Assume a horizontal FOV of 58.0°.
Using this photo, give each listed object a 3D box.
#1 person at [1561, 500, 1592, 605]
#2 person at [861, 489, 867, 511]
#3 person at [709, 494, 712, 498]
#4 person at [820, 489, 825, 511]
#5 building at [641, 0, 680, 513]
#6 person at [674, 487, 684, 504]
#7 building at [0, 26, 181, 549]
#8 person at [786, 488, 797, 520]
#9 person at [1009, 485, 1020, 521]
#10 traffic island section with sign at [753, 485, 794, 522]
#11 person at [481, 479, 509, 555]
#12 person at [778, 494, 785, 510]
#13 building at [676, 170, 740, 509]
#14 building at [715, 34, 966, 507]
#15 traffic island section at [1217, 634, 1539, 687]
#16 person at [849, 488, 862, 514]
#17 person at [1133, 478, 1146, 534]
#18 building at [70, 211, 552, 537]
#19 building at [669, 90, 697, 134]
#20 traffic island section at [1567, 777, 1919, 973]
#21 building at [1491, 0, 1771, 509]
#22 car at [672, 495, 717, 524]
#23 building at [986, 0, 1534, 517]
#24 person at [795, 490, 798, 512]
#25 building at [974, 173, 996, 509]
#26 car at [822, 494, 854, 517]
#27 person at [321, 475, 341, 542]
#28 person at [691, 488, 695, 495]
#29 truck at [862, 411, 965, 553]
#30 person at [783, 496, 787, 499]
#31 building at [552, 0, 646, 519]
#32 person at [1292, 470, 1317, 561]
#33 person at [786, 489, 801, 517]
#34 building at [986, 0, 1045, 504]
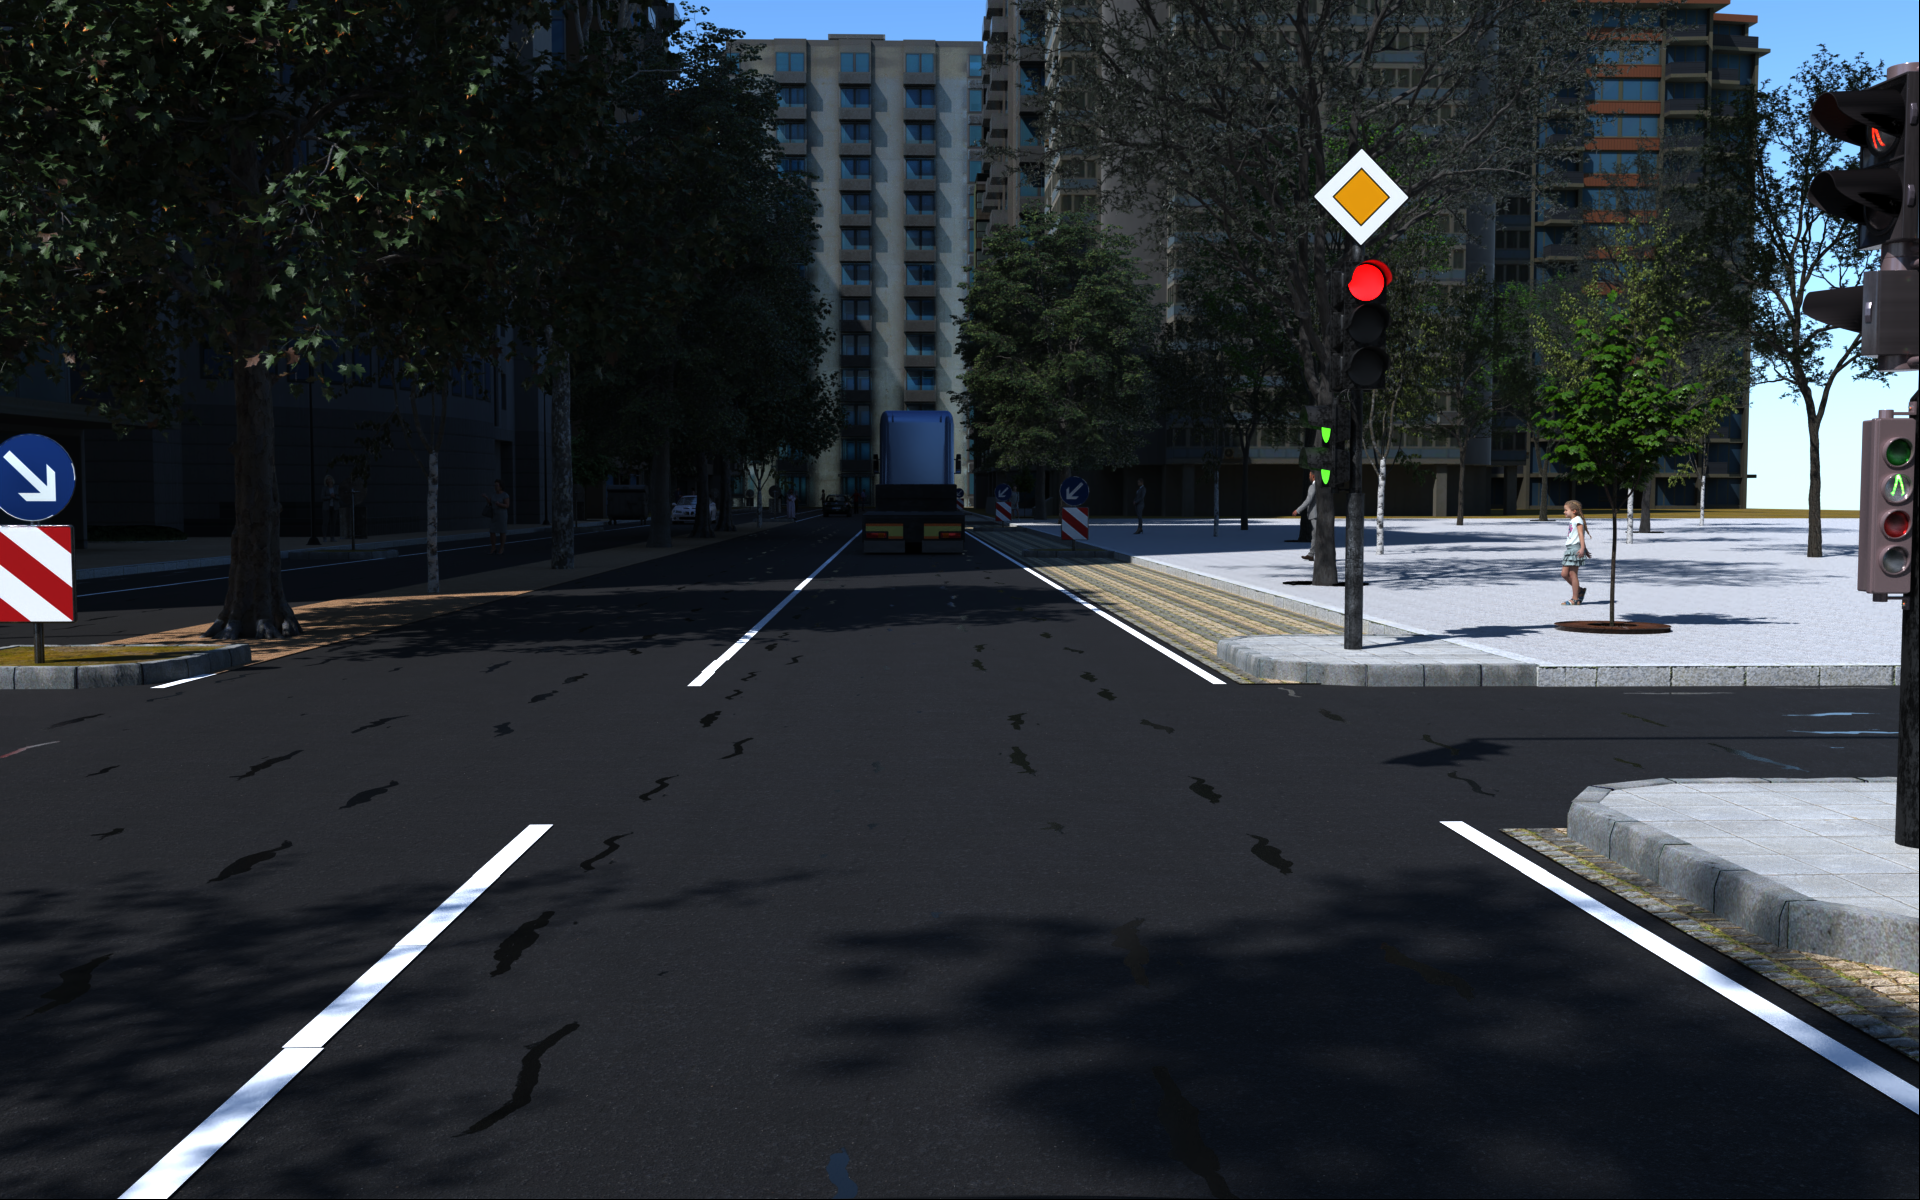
[{"bbox_3d":[7.132,-0.542,19.920,0.382,1.210,0.505,0,4,3],"label":"person"},{"bbox_3d":[-7.945,-8.348,144.863,0.599,1.838,0.709,-1,4,-15],"label":"person"},{"bbox_3d":[-15.535,-5.878,107.862,0.557,1.426,1.065,-2,4,-28],"label":"person"},{"bbox_3d":[-11.416,-8.302,144.245,0.705,1.823,1.348,0,4,6],"label":"person"},{"bbox_3d":[-31.165,-30.485,118.033,23.786,49.044,30.456,0,4,-2],"label":"building"},{"bbox_3d":[-18.637,-6.655,115.293,0.683,1.767,0.568,-3,4,-38],"label":"person"},{"bbox_3d":[-31.104,-26.652,25.002,28.713,52.752,27.495,0,4,-2],"label":"building"},{"bbox_3d":[-9.397,-5.325,96.238,0.621,1.740,0.551,3,5,42],"label":"person"},{"bbox_3d":[2.592,-4.586,82.021,0.512,1.701,0.522,0,4,4],"label":"person"},{"bbox_3d":[-9.532,-4.931,88.750,2.006,1.907,1.989,0,4,-2],"label":"traffic island section with sign"},{"bbox_3d":[-10.962,-1.947,40.694,0.716,1.782,0.532,1,4,21],"label":"person"},{"bbox_3d":[-16.075,-8.973,154.834,1.348,1.869,0.705,3,5,41],"label":"person"},{"bbox_3d":[-27.375,-23.603,157.606,14.107,30.474,14.160,0,4,-2],"label":"building"},{"bbox_3d":[-10.874,-34.481,183.371,30.456,49.044,23.786,0,4,-2],"label":"building"},{"bbox_3d":[3.277,0.486,14.339,2.009,0.180,2.903,0,4,-2],"label":"traffic island section"},{"bbox_3d":[-7.443,-7.045,123.625,1.348,1.831,0.705,3,4,39],"label":"person"},{"bbox_3d":[5.715,-3.024,55.755,0.573,1.790,0.520,-2,4,-31],"label":"person"},{"bbox_3d":[-28.065,-31.790,61.767,21.231,58.520,28.212,0,4,-2],"label":"building"},{"bbox_3d":[-40.519,-32.286,182.505,28.867,44.769,22.147,0,4,-2],"label":"building"},{"bbox_3d":[3.546,0.974,6.358,2.009,0.180,2.903,0,4,-2],"label":"traffic island section"},{"bbox_3d":[55.761,-30.591,154.793,28.867,44.769,22.147,0,4,-2],"label":"building"},{"bbox_3d":[-12.783,-4.350,83.477,2.083,1.381,4.827,0,4,-3],"label":"car"},{"bbox_3d":[18.044,-25.466,108.253,32.217,40.220,23.993,0,4,-2],"label":"building"},{"bbox_3d":[-13.327,-7.994,139.931,0.721,1.736,1.217,0,4,1],"label":"person"},{"bbox_3d":[8.190,-23.665,158.630,14.160,30.474,14.107,0,4,-2],"label":"building"},{"bbox_3d":[-7.704,-6.067,108.989,2.009,1.686,4.222,0,4,-2],"label":"car"},{"bbox_3d":[-16.845,-2.460,46.453,0.537,1.800,0.526,-2,4,-23],"label":"person"},{"bbox_3d":[-18.718,-6.980,120.872,0.721,1.736,1.217,-1,4,-11],"label":"person"},{"bbox_3d":[-1.279,-3.687,50.045,2.967,4.110,18.799,0,4,-1],"label":"truck"},{"bbox_3d":[-15.735,-9.187,159.228,1.217,1.766,0.721,-3,4,-36],"label":"person"},{"bbox_3d":[-25.293,-27.210,94.986,14.600,45.320,14.200,0,4,-2],"label":"building"},{"bbox_3d":[6.798,-1.628,32.931,0.678,1.792,0.850,-3,5,-44],"label":"person"},{"bbox_3d":[-10.597,-6.167,110.058,0.721,1.735,1.217,3,5,41],"label":"person"},{"bbox_3d":[13.157,-31.534,135.186,23.786,49.044,30.456,0,4,-2],"label":"building"}]
